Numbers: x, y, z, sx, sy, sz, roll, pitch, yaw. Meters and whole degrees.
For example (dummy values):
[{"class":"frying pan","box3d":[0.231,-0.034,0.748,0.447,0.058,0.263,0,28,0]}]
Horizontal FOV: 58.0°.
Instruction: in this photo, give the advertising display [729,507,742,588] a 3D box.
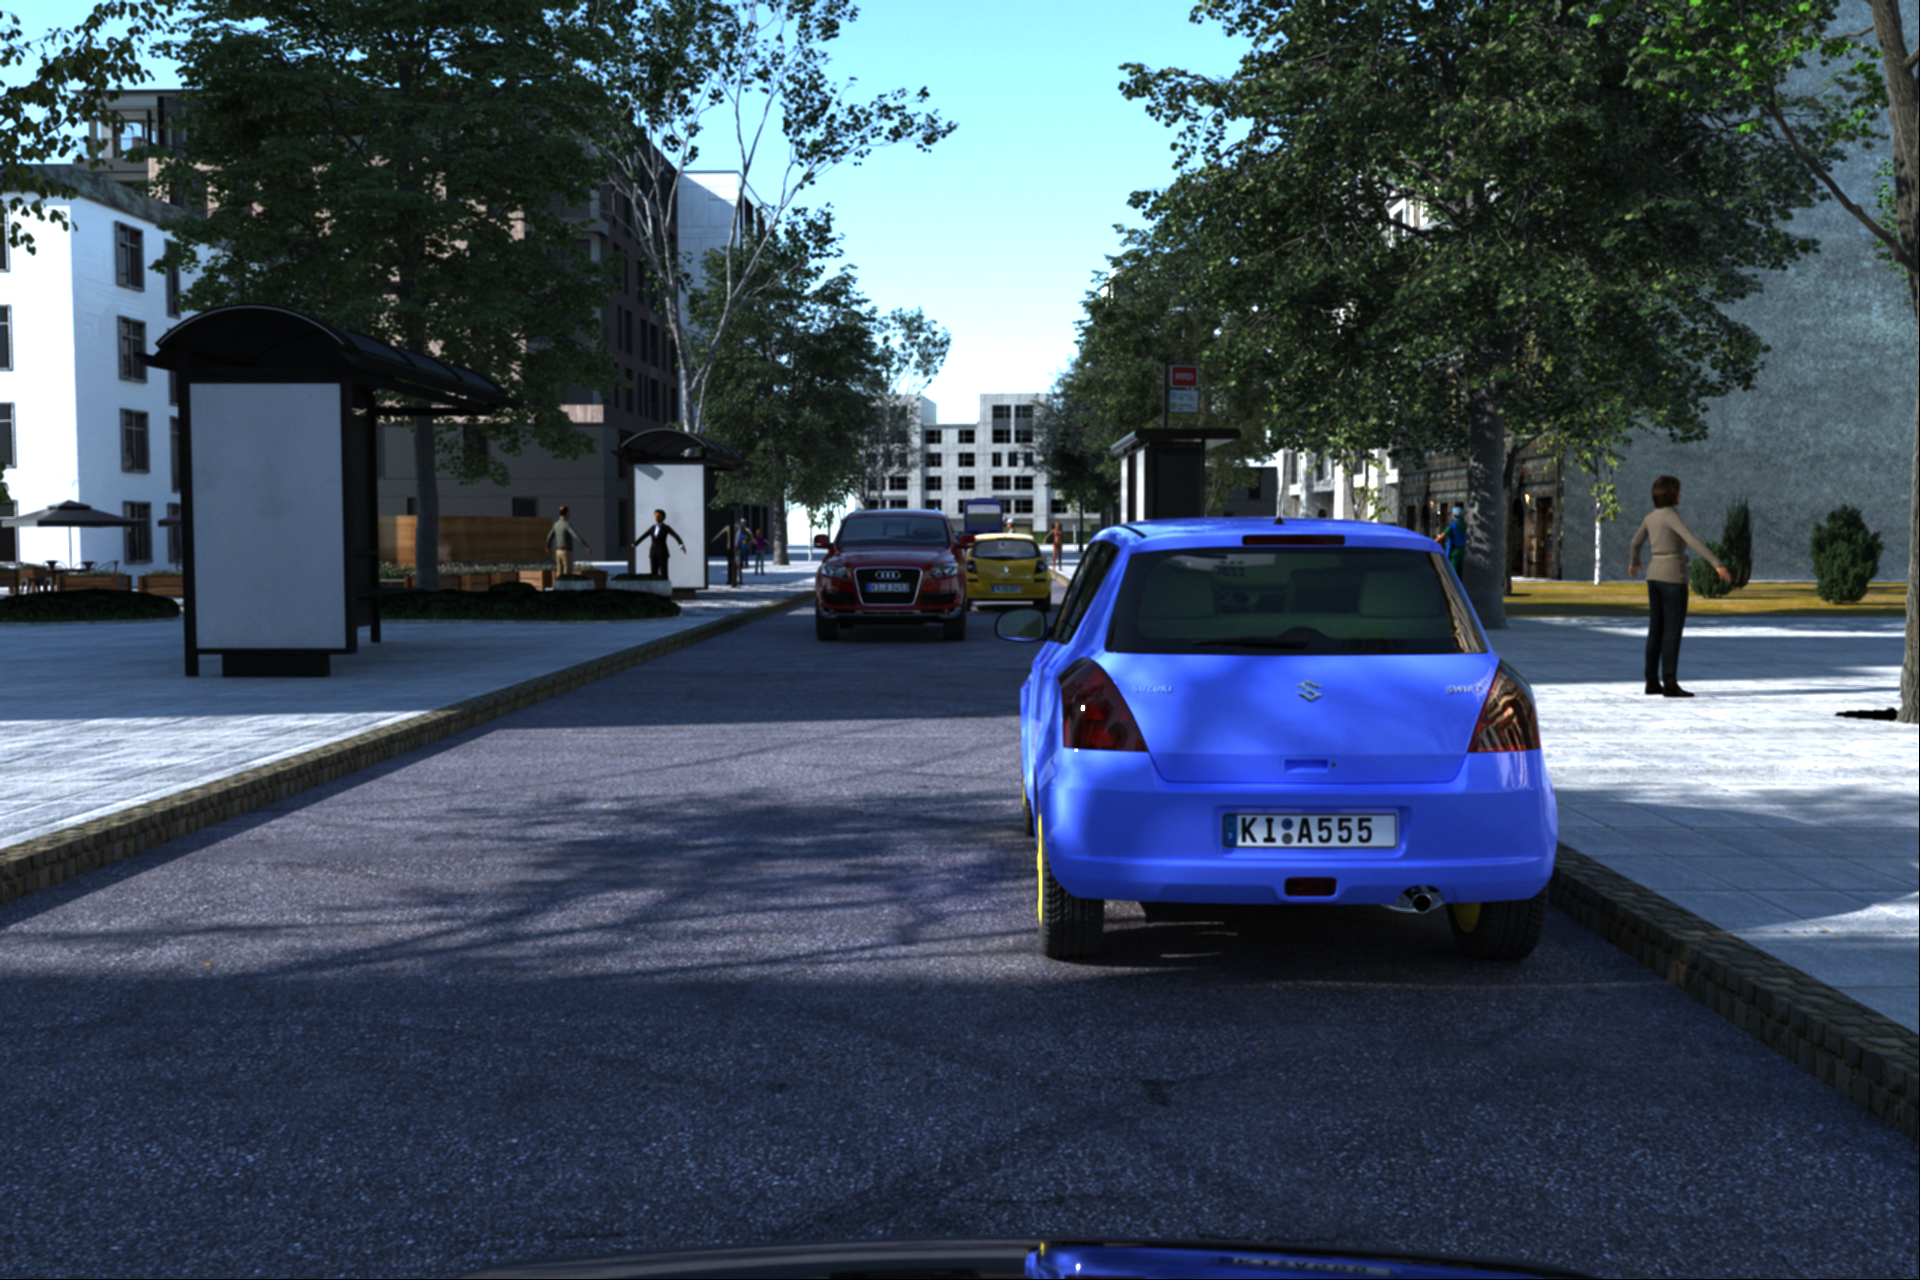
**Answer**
[{"class":"advertising display","box3d":[-5.426,-2.243,41.884,0.123,1.923,0.974,0,4,3]}]

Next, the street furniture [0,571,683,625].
[{"class":"street furniture","box3d":[-9.254,-0.703,27.117,10.072,0.657,5.734,0,4,1]}]

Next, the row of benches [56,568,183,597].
[{"class":"row of benches","box3d":[-13.898,-0.943,30.883,4.104,0.672,1.422,0,4,-1]}]

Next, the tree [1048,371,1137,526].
[{"class":"tree","box3d":[8.393,-9.884,96.020,8.767,10.594,7.601,3,4,38]}]

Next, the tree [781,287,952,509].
[{"class":"tree","box3d":[-7.329,-16.975,133.434,12.611,20.169,13.585,0,3,0]}]

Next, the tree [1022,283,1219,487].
[{"class":"tree","box3d":[8.087,-10.586,83.453,12.009,13.543,11.850,0,3,0]}]

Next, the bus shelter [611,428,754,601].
[{"class":"bus shelter","box3d":[-5.606,-2.558,35.749,2.014,3.302,5.546,0,4,1]}]

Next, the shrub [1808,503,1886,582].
[{"class":"shrub","box3d":[21.064,-2.248,41.180,1.690,2.028,1.600,0,3,0]}]

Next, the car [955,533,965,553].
[{"class":"car","box3d":[-0.626,-4.005,75.077,1.945,1.707,3.694,0,4,1]}]

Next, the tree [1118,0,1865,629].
[{"class":"tree","box3d":[7.020,-7.132,23.260,9.857,13.997,8.962,0,3,0]}]

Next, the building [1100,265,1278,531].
[{"class":"building","box3d":[25.765,-18.600,148.078,27.936,21.610,32.646,0,4,1]}]

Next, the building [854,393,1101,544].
[{"class":"building","box3d":[3.286,-21.716,223.968,31.486,18.905,16.747,0,4,6]}]

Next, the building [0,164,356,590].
[{"class":"building","box3d":[-24.428,-6.813,53.535,9.099,9.664,28.070,0,4,1]}]

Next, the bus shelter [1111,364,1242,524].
[{"class":"bus shelter","box3d":[4.568,-3.727,38.575,2.179,5.291,8.768,0,4,0]}]

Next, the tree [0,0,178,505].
[{"class":"tree","box3d":[-8.321,-3.821,12.840,4.737,8.622,4.395,0,3,0]}]

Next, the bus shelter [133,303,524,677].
[{"class":"bus shelter","box3d":[-6.214,-1.471,17.980,2.014,3.302,5.546,0,3,0]}]

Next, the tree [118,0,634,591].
[{"class":"tree","box3d":[-8.534,-6.603,26.093,7.486,12.596,7.792,0,3,0]}]

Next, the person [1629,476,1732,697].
[{"class":"person","box3d":[5.670,-0.426,13.727,0.721,1.744,1.215,-1,4,-13]}]

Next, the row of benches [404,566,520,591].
[{"class":"row of benches","box3d":[-9.236,-1.025,32.216,1.422,0.672,4.104,0,4,7]}]

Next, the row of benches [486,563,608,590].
[{"class":"row of benches","box3d":[-8.610,-1.247,35.858,1.422,0.672,4.104,-3,5,-44]}]

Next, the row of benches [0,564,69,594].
[{"class":"row of benches","box3d":[-20.143,-1.241,35.758,1.422,0.672,4.104,1,4,13]}]

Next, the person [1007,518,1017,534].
[{"class":"person","box3d":[1.338,-2.296,45.849,0.705,1.847,1.347,1,4,17]}]

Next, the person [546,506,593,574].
[{"class":"person","box3d":[-7.295,-1.579,32.086,1.348,1.796,0.705,3,5,40]}]

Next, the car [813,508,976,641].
[{"class":"car","box3d":[-0.914,-0.999,25.000,2.281,1.827,5.304,0,4,0]}]

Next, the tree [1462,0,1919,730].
[{"class":"tree","box3d":[6.516,-5.250,11.588,9.928,11.665,9.643,0,3,0]}]

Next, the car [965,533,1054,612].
[{"class":"car","box3d":[0.833,-1.413,33.327,2.015,1.641,3.980,0,3,0]}]

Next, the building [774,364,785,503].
[{"class":"building","box3d":[-24.718,-19.834,180.708,16.016,20.090,11.380,0,4,1]}]

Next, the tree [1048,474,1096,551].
[{"class":"tree","box3d":[8.647,-10.982,129.922,4.737,8.622,4.395,0,3,0]}]

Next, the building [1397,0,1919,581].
[{"class":"building","box3d":[25.784,-13.760,55.906,19.493,23.208,18.063,0,4,0]}]

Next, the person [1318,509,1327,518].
[{"class":"person","box3d":[7.608,-1.842,36.345,1.346,1.802,0.704,-1,4,-16]}]

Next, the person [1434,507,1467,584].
[{"class":"person","box3d":[9.860,-1.733,34.460,1.347,1.817,0.704,-2,4,-24]}]

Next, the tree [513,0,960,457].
[{"class":"tree","box3d":[-6.907,-11.857,49.754,12.611,20.169,13.585,0,3,0]}]

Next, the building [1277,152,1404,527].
[{"class":"building","box3d":[26.016,-13.116,80.905,16.747,18.905,31.486,0,4,0]}]

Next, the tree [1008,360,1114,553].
[{"class":"tree","box3d":[8.405,-12.762,119.036,12.009,13.543,11.850,0,3,0]}]

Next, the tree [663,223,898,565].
[{"class":"tree","box3d":[-7.403,-10.048,70.948,9.857,13.997,8.962,0,3,0]}]

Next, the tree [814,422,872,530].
[{"class":"tree","box3d":[-7.030,-9.253,101.641,4.737,8.622,4.395,0,3,0]}]

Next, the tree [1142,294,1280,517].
[{"class":"tree","box3d":[7.401,-6.335,53.945,4.360,8.622,3.978,0,3,0]}]

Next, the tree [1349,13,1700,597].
[{"class":"tree","box3d":[11.261,-6.711,35.488,9.928,11.665,9.643,0,3,0]}]

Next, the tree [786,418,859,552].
[{"class":"tree","box3d":[-6.686,-8.624,91.361,4.360,8.622,3.978,0,3,0]}]

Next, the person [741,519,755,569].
[{"class":"person","box3d":[-8.008,-3.551,63.917,1.347,1.847,0.705,3,4,37]}]

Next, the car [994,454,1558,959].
[{"class":"car","box3d":[1.112,0.150,7.142,1.945,1.707,3.694,0,4,1]}]

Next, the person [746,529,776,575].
[{"class":"person","box3d":[-6.215,-2.729,53.886,0.991,1.433,0.599,1,4,14]}]

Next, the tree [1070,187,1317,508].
[{"class":"tree","box3d":[8.154,-9.565,63.039,9.857,13.997,8.962,0,3,0]}]

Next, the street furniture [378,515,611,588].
[{"class":"street furniture","box3d":[-13.539,-2.192,42.698,11.010,1.723,9.812,1,4,23]}]

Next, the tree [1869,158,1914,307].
[{"class":"tree","box3d":[21.064,-6.529,32.508,9.928,11.665,9.643,0,3,0]}]

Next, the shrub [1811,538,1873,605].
[{"class":"shrub","box3d":[16.022,-1.245,31.470,1.383,1.207,1.383,0,3,0]}]

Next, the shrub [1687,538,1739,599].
[{"class":"shrub","box3d":[15.000,-1.432,34.537,1.383,1.207,1.383,0,3,0]}]

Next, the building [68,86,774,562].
[{"class":"building","box3d":[-26.443,-15.410,95.936,27.936,21.610,32.646,0,4,2]}]

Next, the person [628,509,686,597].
[{"class":"person","box3d":[-5.635,-1.562,32.263,1.216,1.740,0.721,1,4,20]}]

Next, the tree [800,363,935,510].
[{"class":"tree","box3d":[-6.652,-12.864,120.702,12.009,13.543,11.850,0,3,0]}]

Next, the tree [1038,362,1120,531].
[{"class":"tree","box3d":[8.611,-11.555,107.055,7.486,12.596,7.792,0,3,0]}]

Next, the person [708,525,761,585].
[{"class":"person","box3d":[-5.699,-2.302,43.768,1.348,1.813,0.705,0,4,-3]}]

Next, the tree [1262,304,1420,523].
[{"class":"tree","box3d":[10.431,-5.855,46.084,4.737,8.622,4.395,0,3,0]}]

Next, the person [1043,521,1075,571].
[{"class":"person","box3d":[3.424,-3.269,60.248,1.217,1.733,0.721,-1,4,-22]}]

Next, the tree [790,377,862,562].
[{"class":"tree","box3d":[-6.763,-7.982,80.875,4.737,8.622,4.395,0,3,0]}]

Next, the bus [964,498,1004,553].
[{"class":"bus","box3d":[1.622,-7.727,117.889,2.896,3.916,12.251,0,4,1]}]

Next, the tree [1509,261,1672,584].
[{"class":"tree","box3d":[16.052,-5.719,43.873,4.737,8.622,4.395,0,3,0]}]

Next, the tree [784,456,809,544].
[{"class":"tree","box3d":[-22.620,-19.205,224.365,12.009,13.543,11.850,0,3,0]}]
